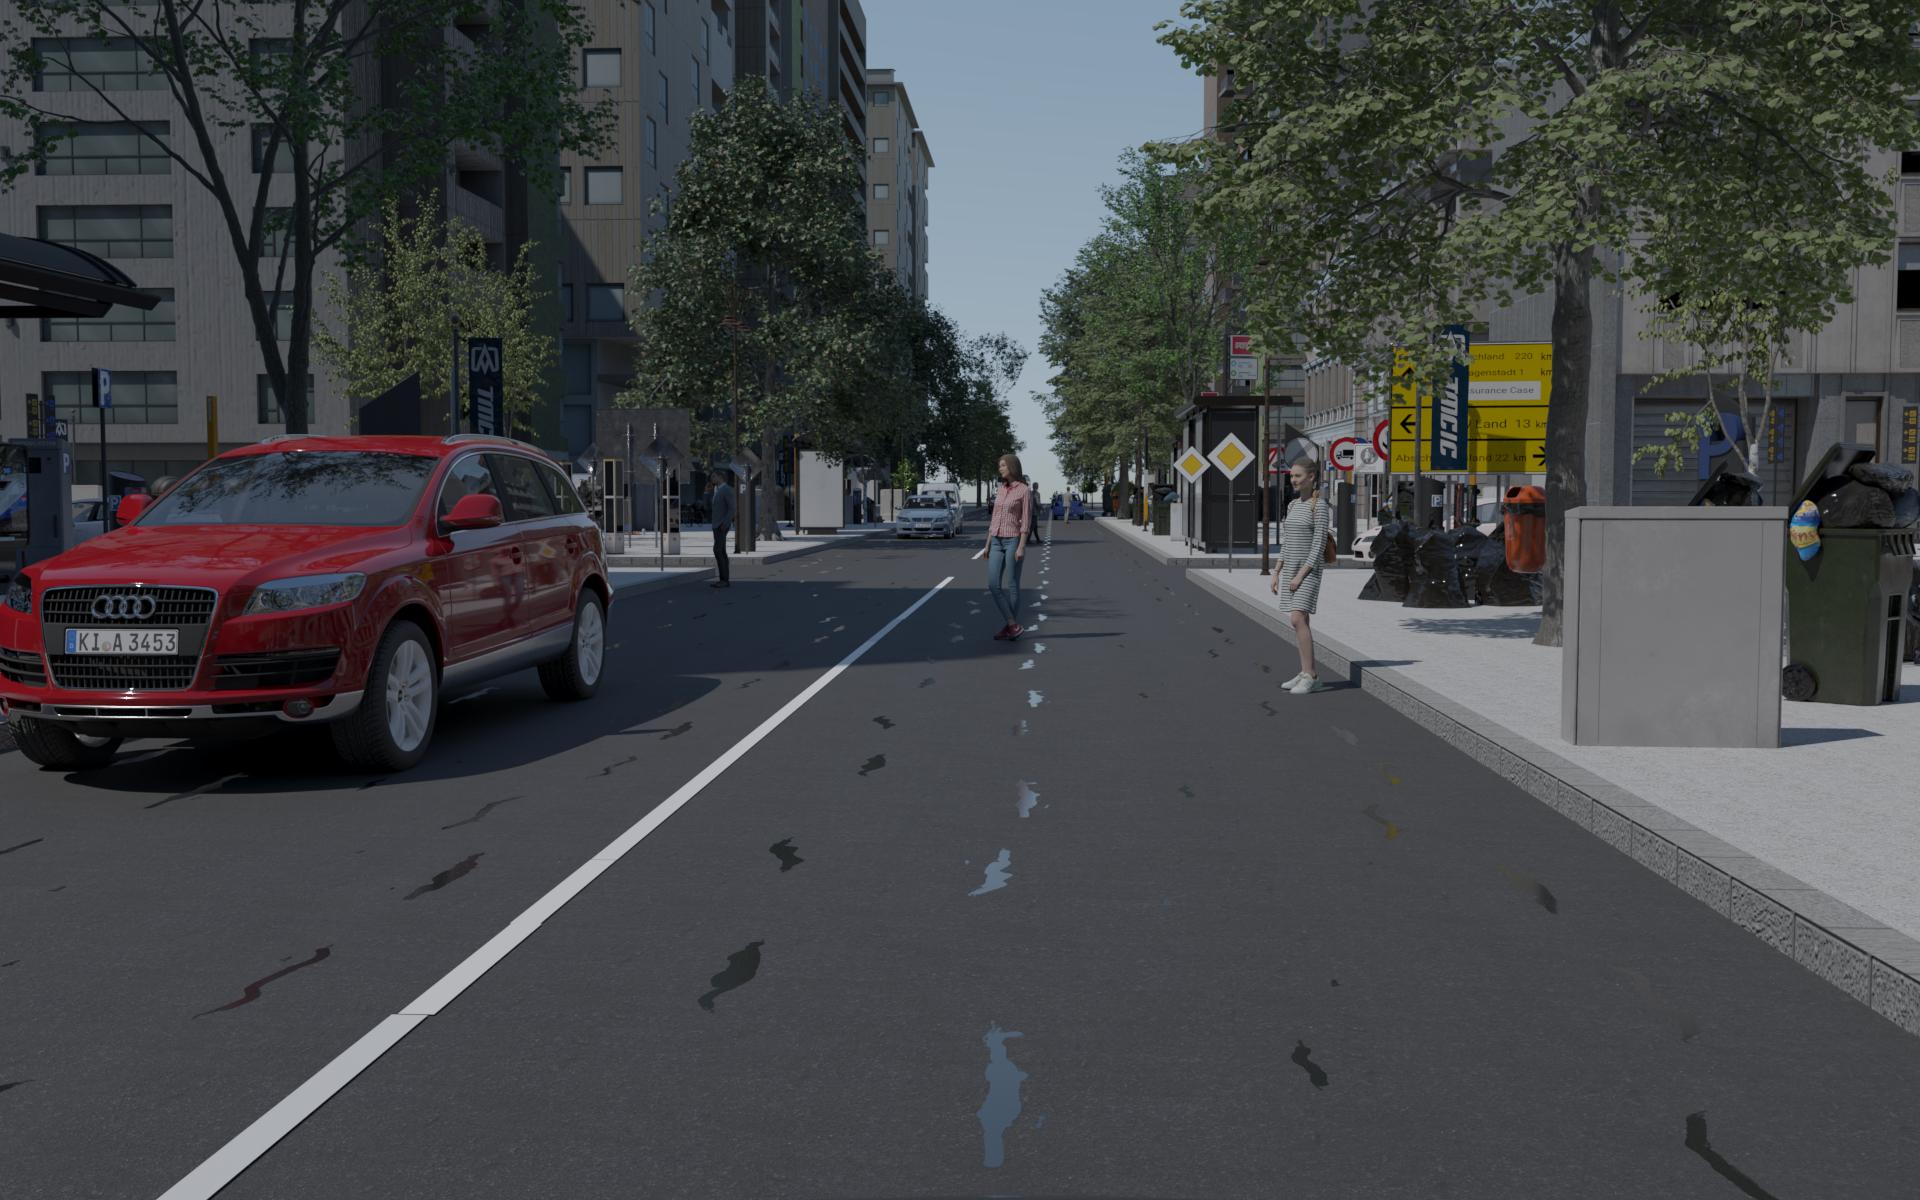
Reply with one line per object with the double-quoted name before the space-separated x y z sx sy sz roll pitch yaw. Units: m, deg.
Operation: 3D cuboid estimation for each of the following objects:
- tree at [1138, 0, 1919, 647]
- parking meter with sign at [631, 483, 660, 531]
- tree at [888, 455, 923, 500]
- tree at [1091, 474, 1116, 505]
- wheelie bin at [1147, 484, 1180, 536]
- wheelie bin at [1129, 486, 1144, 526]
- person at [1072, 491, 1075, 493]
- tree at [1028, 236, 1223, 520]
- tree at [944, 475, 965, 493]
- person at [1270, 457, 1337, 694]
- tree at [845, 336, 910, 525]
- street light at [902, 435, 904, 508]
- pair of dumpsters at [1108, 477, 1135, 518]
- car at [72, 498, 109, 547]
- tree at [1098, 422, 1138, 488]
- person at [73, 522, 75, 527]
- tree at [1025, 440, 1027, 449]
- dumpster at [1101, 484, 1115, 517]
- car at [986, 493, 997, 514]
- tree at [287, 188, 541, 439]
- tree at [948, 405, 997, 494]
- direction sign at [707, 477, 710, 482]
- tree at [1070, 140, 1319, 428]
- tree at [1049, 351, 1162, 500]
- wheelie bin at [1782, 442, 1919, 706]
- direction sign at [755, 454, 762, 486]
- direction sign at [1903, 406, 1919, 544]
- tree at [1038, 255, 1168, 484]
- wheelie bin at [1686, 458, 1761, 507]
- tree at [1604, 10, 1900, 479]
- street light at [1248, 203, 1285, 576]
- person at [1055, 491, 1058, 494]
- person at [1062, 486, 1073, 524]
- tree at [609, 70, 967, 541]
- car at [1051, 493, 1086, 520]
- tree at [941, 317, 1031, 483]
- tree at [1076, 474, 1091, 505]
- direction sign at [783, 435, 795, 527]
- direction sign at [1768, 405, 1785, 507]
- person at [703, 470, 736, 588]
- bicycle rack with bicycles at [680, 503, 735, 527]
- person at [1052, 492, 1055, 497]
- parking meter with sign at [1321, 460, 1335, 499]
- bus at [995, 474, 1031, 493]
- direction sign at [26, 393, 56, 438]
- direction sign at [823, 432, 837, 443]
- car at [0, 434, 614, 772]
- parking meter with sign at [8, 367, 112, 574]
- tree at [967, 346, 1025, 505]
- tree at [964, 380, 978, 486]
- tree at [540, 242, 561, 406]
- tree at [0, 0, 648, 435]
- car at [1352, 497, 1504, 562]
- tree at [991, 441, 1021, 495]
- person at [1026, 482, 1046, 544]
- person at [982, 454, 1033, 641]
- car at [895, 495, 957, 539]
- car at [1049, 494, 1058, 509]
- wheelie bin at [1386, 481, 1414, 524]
"tree" 5.511 -5.873 14.154 7.486 12.596 7.792 0 3 0
"parking meter with sign" -11.040 -3.920 60.346 1.738 3.016 0.543 -3 4 -37
"tree" -2.775 -5.577 85.787 1.663 3.219 1.824 0 3 0
"tree" 12.102 -8.995 141.669 1.663 3.219 1.824 0 3 0
"wheelie bin" 6.293 -2.792 53.558 0.980 1.594 0.693 0 4 6
"wheelie bin" 7.394 -3.817 70.318 0.980 1.594 0.693 -1 4 -11
"person" 8.848 -7.738 136.492 0.593 1.643 0.415 0 4 1
"tree" 8.338 -11.014 86.729 9.857 13.997 8.962 0 3 0
"tree" -0.458 -8.637 135.823 1.663 3.219 1.824 0 3 0
"person" 2.520 -0.194 12.679 0.522 1.701 0.512 -2 4 -27
"tree" -4.018 -7.469 72.479 4.737 8.622 4.395 0 3 0
"street light" -2.628 -6.520 79.386 0.468 5.910 1.993 0 4 3
"pair of dumpsters" 8.981 -5.674 95.256 1.574 2.255 4.437 0 4 3
"car" -16.774 -1.298 33.588 4.827 1.381 2.083 0 4 4
"tree" 10.733 -10.191 116.980 4.737 8.622 4.395 0 3 0
"person" -16.505 -1.378 31.709 0.731 1.740 0.598 1 4 14
"tree" 3.336 -17.600 204.769 9.611 12.733 9.660 0 3 0
"dumpster" 8.728 -5.712 99.152 1.264 1.857 1.865 0 4 3
"car" 2.934 -7.116 125.379 2.155 1.783 4.494 0 4 1
"tree" -13.413 -5.561 41.288 4.737 8.622 4.395 0 3 0
"tree" 0.003 -11.080 131.522 4.737 8.622 4.395 0 3 0
"direction sign" -16.185 -7.169 109.207 0.876 3.537 0.379 1 4 18
"tree" 6.964 -7.684 51.382 9.928 11.665 9.643 0 3 0
"tree" 9.386 -10.428 104.908 8.767 10.594 7.601 1 4 9
"wheelie bin" 5.531 -0.174 10.749 0.980 1.594 0.693 -3 5 -43
"direction sign" -11.298 -6.501 98.282 0.876 3.537 0.379 0 4 -6
"direction sign" 24.688 -3.214 44.550 0.876 3.537 0.379 3 5 44
"tree" 12.624 -16.762 129.950 12.611 20.169 13.585 0 3 0
"wheelie bin" 6.880 -0.473 15.643 0.693 1.594 0.980 1 4 22
"tree" 11.655 -4.594 25.471 4.737 8.622 4.395 0 3 0
"street light" 4.824 -3.327 27.176 0.468 5.910 1.993 0 4 3
"person" 12.479 -13.180 223.629 1.348 1.869 0.705 0 4 -4
"person" 5.289 -4.614 84.131 0.606 1.804 0.583 3 4 36
"tree" -5.149 -7.961 47.163 9.611 12.733 9.660 0 3 0
"car" 6.065 -5.330 96.744 1.945 1.707 3.694 0 4 3
"tree" 1.001 -20.191 186.017 12.611 20.169 13.585 0 3 0
"tree" 11.619 -9.815 155.083 1.663 3.219 1.824 0 3 0
"direction sign" -6.591 -4.591 67.057 0.379 3.537 0.876 -3 5 -41
"direction sign" 20.896 -3.205 44.391 0.379 3.537 0.876 0 4 2
"person" -3.709 -1.103 26.712 0.473 1.802 0.592 -1 4 -15
"bicycle rack with bicycles" -9.614 -3.282 67.050 2.852 0.926 2.925 1 4 9
"person" 12.158 -13.045 222.696 0.541 1.710 0.530 2 4 26
"parking meter with sign" 18.834 -5.709 89.608 0.543 3.016 1.738 0 4 -6
"bus" 4.949 -9.938 157.349 2.948 3.499 13.247 0 4 4
"direction sign" -20.841 -2.897 39.358 0.379 3.537 0.876 1 4 12
"direction sign" -4.478 -4.170 60.182 0.876 3.537 0.379 -2 4 -35
"car" -3.704 -0.124 10.699 2.281 1.827 5.304 0 4 5
"parking meter with sign" -12.731 -1.696 23.984 1.738 3.016 0.543 -1 4 -9
"tree" -2.680 -11.203 100.171 9.611 12.733 9.660 0 3 0
"tree" 1.969 -15.527 171.995 7.486 12.596 7.792 0 3 0
"tree" -12.720 -5.912 47.026 4.737 8.622 4.395 0 3 0
"tree" -7.207 -5.651 18.144 9.928 11.665 9.643 0 3 0
"car" 9.871 -1.247 32.744 4.827 1.381 2.083 0 4 4
"tree" 4.269 -17.343 217.970 7.601 10.594 8.767 1 4 15
"person" 2.181 -2.488 49.573 0.834 1.777 0.661 -3 5 -42
"person" 0.453 -0.522 17.051 0.555 1.821 0.388 2 4 34
"car" -1.080 -2.716 56.413 2.014 1.417 4.499 0 4 2
"car" 9.706 -9.506 167.223 2.131 1.459 4.920 0 4 1
"wheelie bin" 10.490 -2.008 40.732 0.980 1.594 0.693 -3 5 -41
